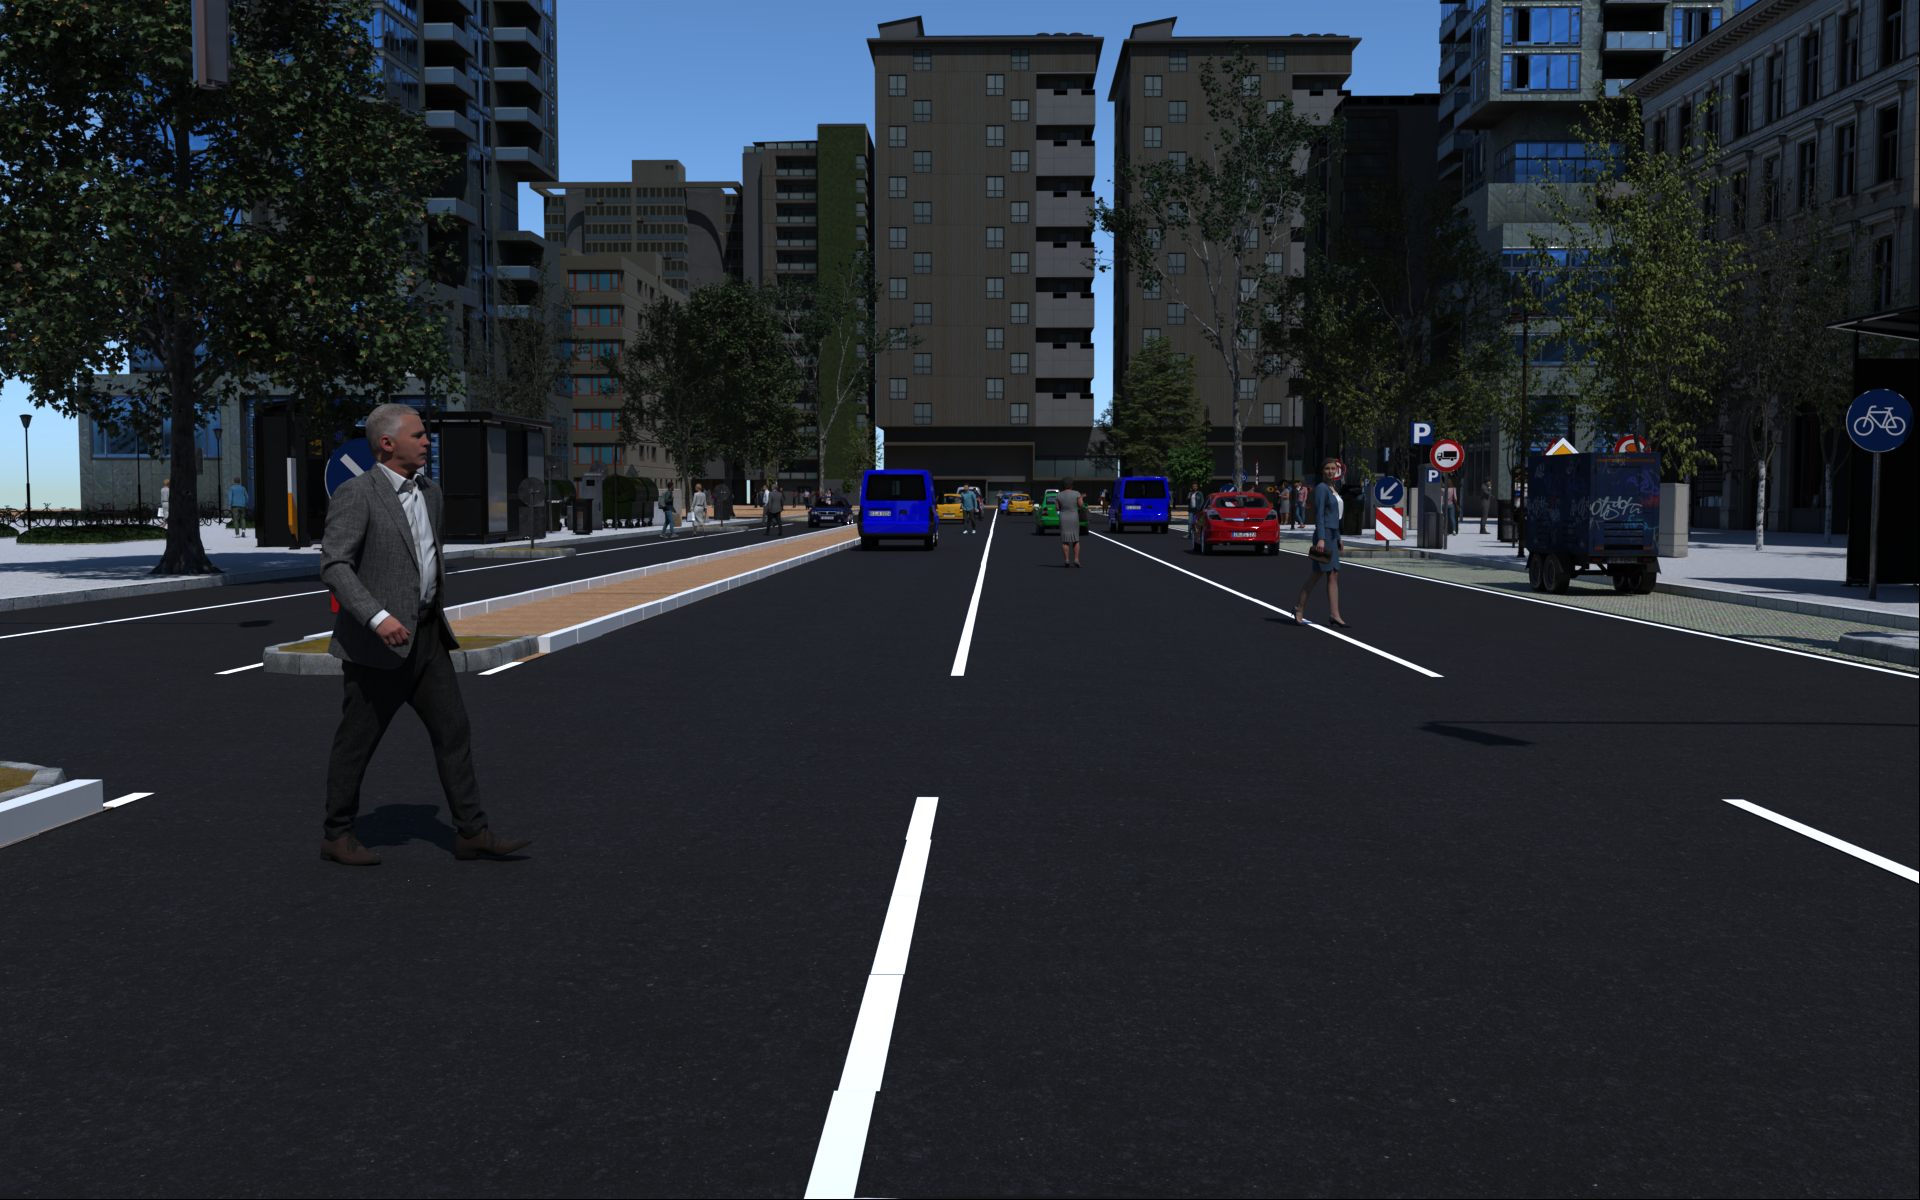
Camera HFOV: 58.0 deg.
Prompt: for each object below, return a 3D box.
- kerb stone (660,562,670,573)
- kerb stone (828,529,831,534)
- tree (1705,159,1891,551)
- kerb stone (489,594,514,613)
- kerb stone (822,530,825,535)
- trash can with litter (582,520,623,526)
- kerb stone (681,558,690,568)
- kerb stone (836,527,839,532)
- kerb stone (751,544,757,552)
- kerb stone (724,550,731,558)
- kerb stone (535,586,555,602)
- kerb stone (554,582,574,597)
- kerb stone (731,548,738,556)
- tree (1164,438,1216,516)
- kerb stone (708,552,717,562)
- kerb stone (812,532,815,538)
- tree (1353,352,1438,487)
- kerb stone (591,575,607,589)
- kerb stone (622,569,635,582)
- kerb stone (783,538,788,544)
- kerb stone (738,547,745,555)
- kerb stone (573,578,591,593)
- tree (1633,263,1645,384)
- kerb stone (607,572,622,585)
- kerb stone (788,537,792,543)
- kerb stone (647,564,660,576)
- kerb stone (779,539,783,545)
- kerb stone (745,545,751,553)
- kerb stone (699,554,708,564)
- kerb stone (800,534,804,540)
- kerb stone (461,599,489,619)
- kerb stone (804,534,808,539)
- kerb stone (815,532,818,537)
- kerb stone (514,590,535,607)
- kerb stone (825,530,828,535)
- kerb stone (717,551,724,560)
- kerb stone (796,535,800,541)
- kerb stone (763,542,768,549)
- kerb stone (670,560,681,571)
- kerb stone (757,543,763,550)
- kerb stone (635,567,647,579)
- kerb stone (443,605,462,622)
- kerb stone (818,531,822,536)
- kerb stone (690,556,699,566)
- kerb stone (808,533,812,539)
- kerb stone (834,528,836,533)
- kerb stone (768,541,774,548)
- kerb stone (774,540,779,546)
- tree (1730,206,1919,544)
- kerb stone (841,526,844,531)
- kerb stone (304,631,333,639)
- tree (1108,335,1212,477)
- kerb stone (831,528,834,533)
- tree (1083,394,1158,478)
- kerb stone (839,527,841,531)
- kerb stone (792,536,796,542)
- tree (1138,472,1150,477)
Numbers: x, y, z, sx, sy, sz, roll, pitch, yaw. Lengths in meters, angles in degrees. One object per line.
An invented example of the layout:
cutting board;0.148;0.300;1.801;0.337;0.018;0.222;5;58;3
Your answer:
kerb stone;-5.469;-0.568;31.487;0.120;0.150;1.000;0;4;1
kerb stone;-4.768;-2.388;61.243;0.120;0.150;1.000;0;4;1
tree;18.384;-5.424;39.048;4.360;8.622;3.978;0;3;0
kerb stone;-5.698;0.059;21.226;0.120;0.150;1.000;0;4;1
kerb stone;-4.824;-2.257;59.187;0.120;0.150;1.000;0;4;1
trash can with litter;-14.542;-3.642;70.600;2.233;1.210;1.678;2;4;31
kerb stone;-5.420;-0.693;33.531;0.120;0.150;1.000;0;4;1
kerb stone;-4.692;-2.576;64.312;0.120;0.150;1.000;0;4;1
kerb stone;-5.198;-1.260;42.789;0.120;0.150;1.000;0;4;1
kerb stone;-5.299;-1.009;38.687;0.120;0.150;1.000;0;4;1
kerb stone;-5.663;-0.065;23.277;0.120;0.150;1.000;0;4;1
kerb stone;-5.640;-0.129;24.308;0.120;0.150;1.000;0;4;1
kerb stone;-5.275;-1.066;39.710;0.120;0.150;1.000;0;4;1
tree;13.519;-7.210;101.604;4.285;4.588;4.351;0;3;0
kerb stone;-5.342;-0.879;36.626;0.120;0.150;1.000;0;4;1
kerb stone;-4.890;-2.074;56.113;0.120;0.150;1.000;0;4;1
tree;21.861;-8.302;86.096;4.360;8.622;3.978;0;3;0
kerb stone;-5.583;-0.254;26.355;0.120;0.150;1.000;0;4;1
kerb stone;-5.540;-0.380;28.417;0.120;0.150;1.000;0;4;1
kerb stone;-5.063;-1.636;48.941;0.120;0.150;1.000;0;4;1
kerb stone;-5.246;-1.131;40.731;0.120;0.150;1.000;0;4;1
kerb stone;-5.616;-0.192;25.330;0.120;0.150;1.000;0;4;1
tree;21.470;-6.125;50.509;4.360;8.622;3.978;0;3;0
kerb stone;-5.560;-0.318;27.390;0.120;0.150;1.000;0;4;1
kerb stone;-5.032;-1.694;49.963;0.120;0.150;1.000;0;4;1
kerb stone;-5.484;-0.506;30.464;0.120;0.150;1.000;0;4;1
kerb stone;-5.087;-1.573;47.919;0.120;0.150;1.000;0;4;1
kerb stone;-5.226;-1.190;41.765;0.120;0.150;1.000;0;4;1
kerb stone;-5.371;-0.820;35.598;0.120;0.150;1.000;0;4;1
kerb stone;-4.963;-1.884;53.046;0.120;0.150;1.000;0;4;1
kerb stone;-5.729;0.123;20.192;0.120;0.150;1.000;0;4;1
kerb stone;-4.940;-1.949;54.068;0.120;0.150;1.000;0;4;1
kerb stone;-4.867;-2.137;57.139;0.120;0.150;1.000;0;4;1
kerb stone;-5.685;0.002;22.252;0.120;0.150;1.000;0;4;1
kerb stone;-4.799;-2.325;60.208;0.120;0.150;1.000;0;4;1
kerb stone;-5.321;-0.940;37.656;0.120;0.150;1.000;0;4;1
kerb stone;-4.990;-1.824;52.024;0.120;0.150;1.000;0;4;1
kerb stone;-5.151;-1.383;44.836;0.120;0.150;1.000;0;4;1
kerb stone;-5.438;-0.627;32.509;0.120;0.150;1.000;0;4;1
kerb stone;-5.178;-1.319;43.811;0.120;0.150;1.000;0;4;1
kerb stone;-5.519;-0.443;29.443;0.120;0.150;1.000;0;4;1
kerb stone;-5.759;0.188;19.170;0.120;0.150;1.000;0;4;1
kerb stone;-4.837;-2.200;58.163;0.120;0.150;1.000;0;4;1
kerb stone;-5.398;-0.749;34.568;0.120;0.150;1.000;0;4;1
kerb stone;-4.917;-2.012;55.090;0.120;0.150;1.000;0;4;1
kerb stone;-4.716;-2.513;63.290;0.120;0.150;1.000;0;4;1
kerb stone;-5.127;-1.446;45.869;0.120;0.150;1.000;0;4;1
kerb stone;-5.103;-1.510;46.895;0.120;0.150;1.000;0;4;1
tree;22.330;-5.735;44.132;4.737;8.622;4.395;0;3;0
kerb stone;-4.647;-2.701;66.357;0.120;0.150;1.000;0;4;1
kerb stone;-5.828;0.374;16.074;0.120;0.150;1.000;0;4;1
tree;14.118;-12.592;123.999;7.486;12.596;7.792;0;3;0
kerb stone;-4.747;-2.448;62.268;0.120;0.150;1.000;0;4;1
tree;15.132;-13.969;162.811;7.601;10.594;8.767;-1;4;-9
kerb stone;-4.675;-2.638;65.334;0.120;0.150;1.000;0;4;1
kerb stone;-5.014;-1.758;51.000;0.120;0.150;1.000;0;4;1
tree;14.606;-8.689;136.660;1.663;3.219;1.824;0;3;0
